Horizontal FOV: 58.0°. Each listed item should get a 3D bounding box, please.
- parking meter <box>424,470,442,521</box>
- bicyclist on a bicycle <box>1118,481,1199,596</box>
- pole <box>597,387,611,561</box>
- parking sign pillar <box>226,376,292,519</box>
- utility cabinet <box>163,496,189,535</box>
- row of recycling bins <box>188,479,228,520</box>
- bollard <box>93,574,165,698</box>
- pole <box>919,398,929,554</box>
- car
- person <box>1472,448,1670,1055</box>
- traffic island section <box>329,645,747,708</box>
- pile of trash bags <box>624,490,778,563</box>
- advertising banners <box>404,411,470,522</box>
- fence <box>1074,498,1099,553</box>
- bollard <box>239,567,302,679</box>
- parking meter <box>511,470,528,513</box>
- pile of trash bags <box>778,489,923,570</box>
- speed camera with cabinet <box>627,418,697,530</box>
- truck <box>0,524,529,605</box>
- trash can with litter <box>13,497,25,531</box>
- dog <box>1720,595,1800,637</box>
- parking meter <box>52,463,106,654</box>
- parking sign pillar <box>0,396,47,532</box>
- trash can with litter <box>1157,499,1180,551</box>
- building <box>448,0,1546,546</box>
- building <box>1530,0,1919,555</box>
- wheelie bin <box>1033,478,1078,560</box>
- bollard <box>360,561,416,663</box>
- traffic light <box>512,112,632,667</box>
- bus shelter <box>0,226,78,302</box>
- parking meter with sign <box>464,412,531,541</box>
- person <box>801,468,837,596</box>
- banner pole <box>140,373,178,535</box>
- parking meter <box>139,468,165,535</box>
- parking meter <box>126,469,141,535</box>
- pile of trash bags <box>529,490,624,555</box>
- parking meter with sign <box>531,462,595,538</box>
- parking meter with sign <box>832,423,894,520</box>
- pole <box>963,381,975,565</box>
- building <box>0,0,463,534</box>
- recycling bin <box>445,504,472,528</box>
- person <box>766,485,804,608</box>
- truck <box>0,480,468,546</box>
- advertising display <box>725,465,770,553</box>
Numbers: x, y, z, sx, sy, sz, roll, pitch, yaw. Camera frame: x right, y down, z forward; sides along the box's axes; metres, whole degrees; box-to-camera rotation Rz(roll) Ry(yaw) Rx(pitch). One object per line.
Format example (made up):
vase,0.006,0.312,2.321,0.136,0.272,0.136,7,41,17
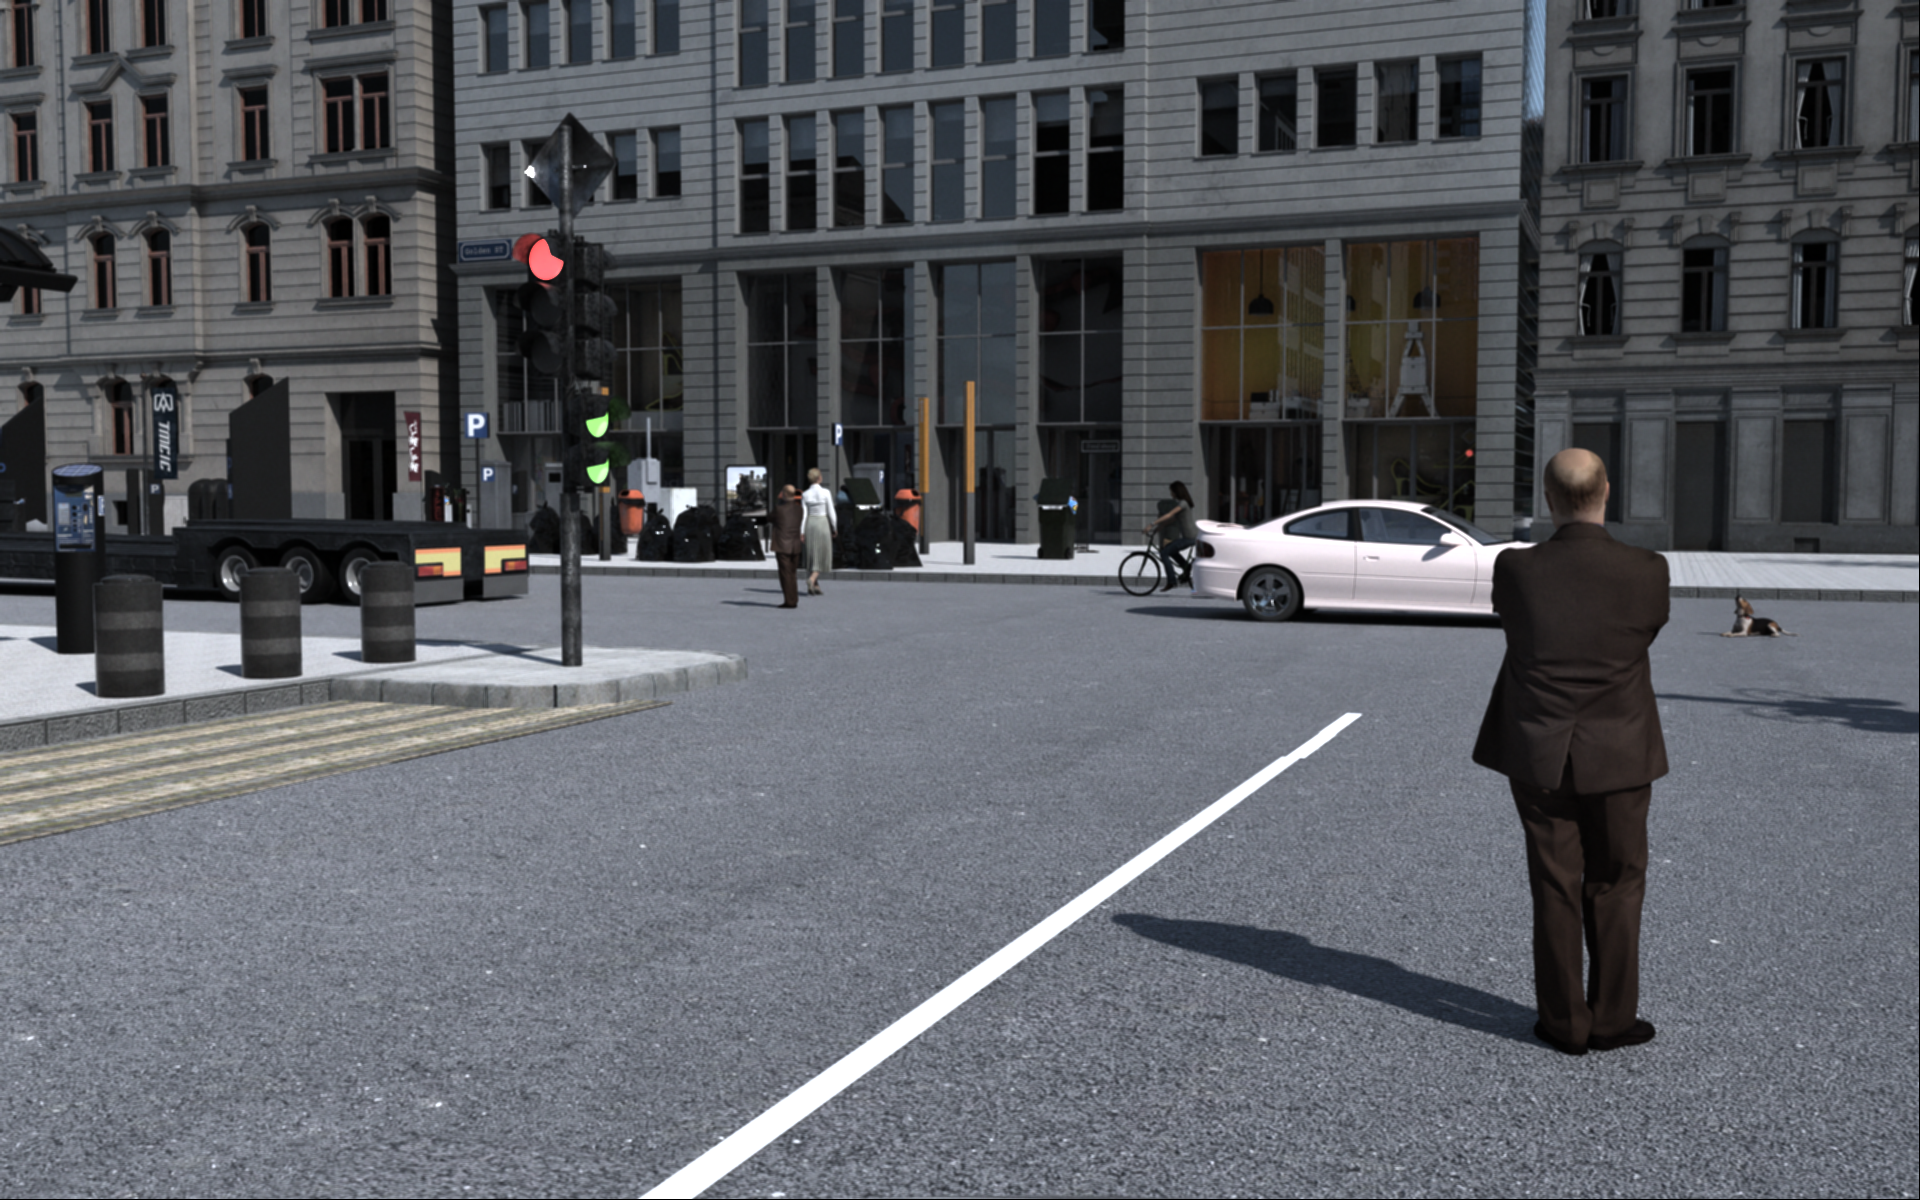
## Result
parking meter,-12.947,-2.258,42.628,0.255,1.863,0.399,2,4,24
bicyclist on a bicycle,2.964,-0.855,24.005,1.625,1.676,1.499,1,4,23
pole,-6.829,-2.408,33.222,0.158,3.312,0.155,0,3,0
parking sign pillar,-15.991,-3.121,39.500,1.447,3.967,1.447,-3,4,-39
utility cabinet,-21.699,-2.247,47.903,0.306,1.237,1.020,2,4,24
row of recycling bins,-19.312,-2.365,45.785,3.534,1.692,1.069,3,5,40
bollard,-5.301,0.224,11.052,0.404,0.777,0.398,0,3,0
pole,-0.766,-2.627,36.789,0.158,3.312,0.155,0,3,0
car,5.033,-0.443,19.608,4.827,1.381,2.083,2,4,23
person,1.591,0.382,4.521,0.482,1.546,0.388,1,4,21
traffic island section,-2.916,0.570,12.959,2.009,0.180,2.903,1,4,22
pile of trash bags,-4.475,-1.465,33.706,3.447,1.369,1.912,-3,4,-38
advertising banners,-11.331,-2.529,37.542,0.090,3.025,2.074,1,4,22
fence,2.754,-1.701,39.020,0.480,1.192,2.264,0,4,-3
bollard,-4.844,0.155,12.178,0.404,0.777,0.398,0,3,0
parking meter,-10.927,-2.277,42.937,0.399,1.863,0.255,3,5,41
pile of trash bags,-1.518,-1.283,30.722,1.912,1.369,3.447,1,4,22
speed camera with cabinet,-7.828,-3.133,45.564,0.660,3.252,2.038,2,4,34
truck,-15.049,-2.230,26.214,18.799,4.110,2.967,1,4,22
trash can with litter,-20.468,-1.664,38.271,1.678,1.210,2.233,1,4,15
dog,8.078,0.167,17.460,0.748,0.427,0.550,2,4,25
parking meter,-7.113,-0.342,14.002,0.372,1.533,0.369,0,3,0
parking sign pillar,-25.587,-3.590,47.165,1.447,3.967,1.447,1,4,17
trash can with litter,4.592,-1.591,37.403,0.624,1.170,1.055,0,4,0
building,1.058,-16.628,49.363,29.804,29.767,11.434,1,4,22
building,23.012,-11.662,39.827,18.267,20.994,9.793,1,4,22
wheelie bin,1.896,-1.602,34.106,0.980,1.594,0.693,1,4,23
bollard,-4.391,0.087,13.291,0.404,0.777,0.398,0,3,0
traffic light,-2.883,-1.461,12.810,0.839,4.253,0.868,1,4,22
bus shelter,-8.411,-1.015,10.526,2.014,3.302,5.546,1,4,22
parking meter with sign,-10.133,-2.547,37.910,0.543,3.016,1.738,1,4,14
person,-2.034,-0.959,24.399,0.478,1.798,0.641,1,4,23
banner pole,-16.617,-2.804,35.857,0.863,3.779,0.401,0,4,-6
parking meter,-18.279,-2.054,39.290,0.399,1.863,0.255,-3,5,-42
parking meter,-19.057,-2.093,39.940,0.255,1.863,0.399,-2,4,-29
pile of trash bags,-7.769,-1.657,36.837,1.912,1.369,3.447,-3,5,-45
parking meter with sign,-9.657,-2.788,41.843,1.738,3.016,0.543,0,4,5
parking meter with sign,-2.233,-2.826,42.467,1.738,3.016,0.543,1,4,17
pole,0.165,-2.298,31.422,0.158,3.312,0.155,0,3,0
building,-23.881,-16.700,60.431,23.554,28.519,14.401,1,4,22
recycling bin,-12.321,-1.807,42.102,0.722,1.027,0.722,0,3,0
person,-2.203,-0.672,21.758,0.482,1.546,0.388,-3,5,-40
truck,-17.765,-2.615,32.511,18.799,4.110,2.967,1,4,21
advertising display,-4.659,-2.003,37.969,0.974,1.923,0.123,0,4,8
